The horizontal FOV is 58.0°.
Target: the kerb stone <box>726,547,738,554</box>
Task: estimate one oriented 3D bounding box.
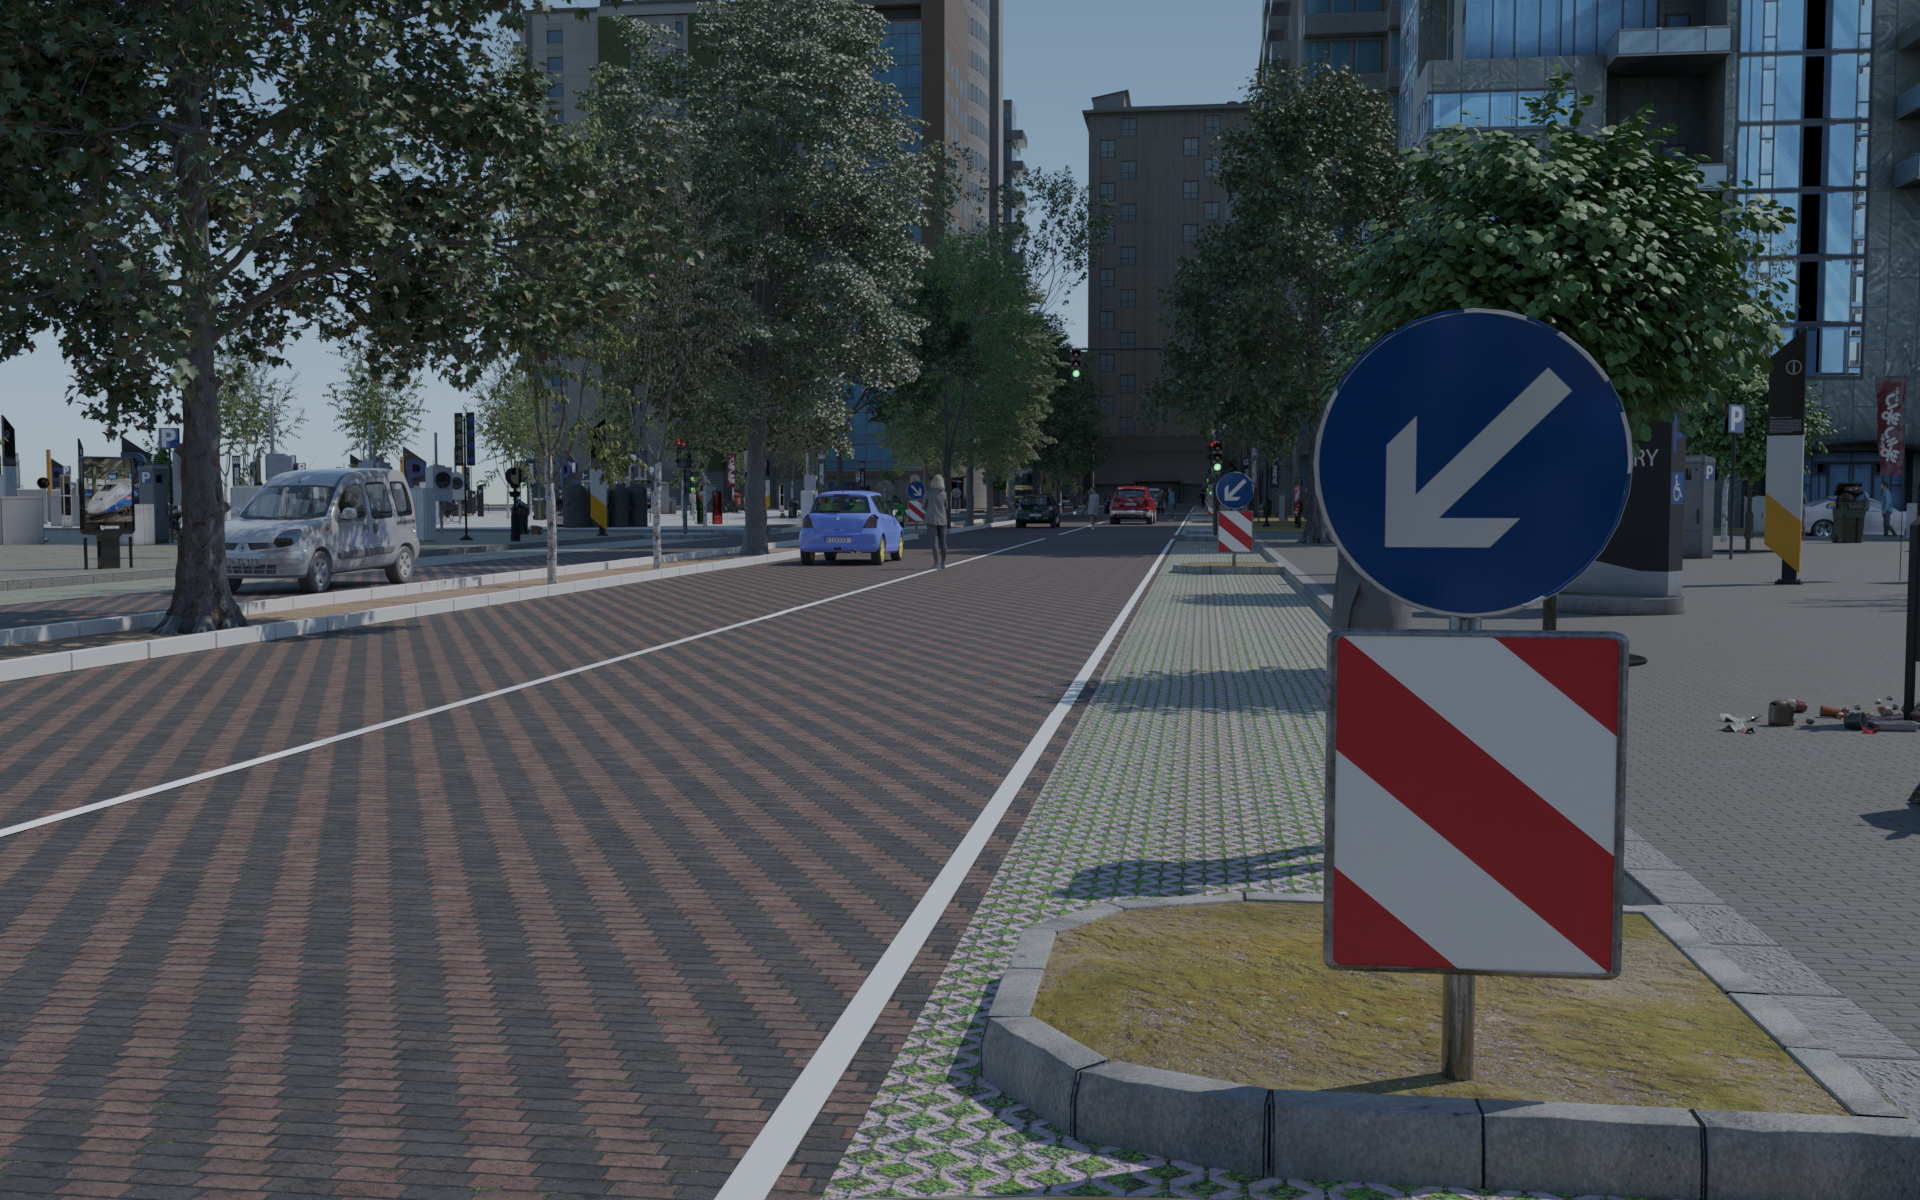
[{"bbox_3d":[-5.541,-1.164,41.240,0.120,0.150,1.000,0,4,8],"label":"kerb stone"}]

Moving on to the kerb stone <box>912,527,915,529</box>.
[{"bbox_3d":[-1.913,-2.747,67.135,0.120,0.150,1.000,0,4,8],"label":"kerb stone"}]

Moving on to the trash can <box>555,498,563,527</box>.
[{"bbox_3d":[-15.664,-3.419,67.557,0.748,1.137,0.748,0,3,0],"label":"trash can"}]

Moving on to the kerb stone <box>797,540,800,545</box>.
[{"bbox_3d":[-4.542,-1.598,48.344,0.120,0.150,1.000,0,4,8],"label":"kerb stone"}]

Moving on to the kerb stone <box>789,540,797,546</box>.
[{"bbox_3d":[-4.686,-1.537,47.328,0.120,0.150,1.000,0,4,8],"label":"kerb stone"}]

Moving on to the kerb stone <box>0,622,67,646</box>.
[{"bbox_3d":[-8.951,0.327,16.853,0.120,0.150,1.000,0,4,8],"label":"kerb stone"}]

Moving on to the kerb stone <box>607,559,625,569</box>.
[{"bbox_3d":[-6.671,-0.665,33.116,0.120,0.150,1.000,0,4,8],"label":"kerb stone"}]

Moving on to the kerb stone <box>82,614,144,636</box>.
[{"bbox_3d":[-8.807,0.268,17.867,0.120,0.150,1.000,0,4,8],"label":"kerb stone"}]

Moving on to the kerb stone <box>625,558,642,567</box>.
[{"bbox_3d":[-6.537,-0.730,34.137,0.120,0.150,1.000,0,4,8],"label":"kerb stone"}]

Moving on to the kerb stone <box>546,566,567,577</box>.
[{"bbox_3d":[-7.100,-0.481,30.058,0.120,0.150,1.000,0,4,8],"label":"kerb stone"}]

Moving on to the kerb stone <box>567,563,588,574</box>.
[{"bbox_3d":[-6.955,-0.543,31.070,0.120,0.150,1.000,0,4,8],"label":"kerb stone"}]

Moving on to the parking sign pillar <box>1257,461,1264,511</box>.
[{"bbox_3d":[23.201,-8.910,134.157,1.447,3.967,1.447,1,4,18],"label":"parking sign pillar"}]

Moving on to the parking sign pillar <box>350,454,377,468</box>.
[{"bbox_3d":[-39.830,-7.739,115.011,1.447,3.967,1.447,0,4,-7],"label":"parking sign pillar"}]

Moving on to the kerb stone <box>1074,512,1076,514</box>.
[{"bbox_3d":[7.840,-6.079,121.596,0.120,0.150,1.000,0,4,8],"label":"kerb stone"}]

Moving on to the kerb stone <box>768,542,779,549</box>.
[{"bbox_3d":[-4.974,-1.413,45.297,0.120,0.150,1.000,0,4,8],"label":"kerb stone"}]

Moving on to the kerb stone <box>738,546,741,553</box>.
[{"bbox_3d":[-5.391,-1.219,42.252,0.120,0.150,1.000,0,4,8],"label":"kerb stone"}]

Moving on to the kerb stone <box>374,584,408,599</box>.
[{"bbox_3d":[-7.954,-0.106,23.963,0.120,0.150,1.000,0,4,8],"label":"kerb stone"}]

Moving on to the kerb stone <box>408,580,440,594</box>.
[{"bbox_3d":[-7.815,-0.170,24.978,0.120,0.150,1.000,0,4,8],"label":"kerb stone"}]

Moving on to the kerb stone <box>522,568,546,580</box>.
[{"bbox_3d":[-7.239,-0.419,29.046,0.120,0.150,1.000,0,4,8],"label":"kerb stone"}]

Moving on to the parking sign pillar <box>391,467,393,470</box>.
[{"bbox_3d":[-39.122,-7.903,117.694,1.447,3.967,1.447,-3,5,-41],"label":"parking sign pillar"}]

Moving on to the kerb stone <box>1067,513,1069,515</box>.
[{"bbox_3d":[6.977,-5.707,115.505,0.120,0.150,1.000,0,4,8],"label":"kerb stone"}]

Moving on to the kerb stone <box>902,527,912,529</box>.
[{"bbox_3d":[-2.052,-2.686,66.106,0.120,0.150,1.000,0,4,8],"label":"kerb stone"}]

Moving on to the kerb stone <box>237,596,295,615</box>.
[{"bbox_3d":[-8.380,0.079,20.927,0.120,0.150,1.000,0,4,8],"label":"kerb stone"}]

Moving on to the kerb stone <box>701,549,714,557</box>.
[{"bbox_3d":[-5.821,-1.041,39.213,0.120,0.150,1.000,0,4,8],"label":"kerb stone"}]

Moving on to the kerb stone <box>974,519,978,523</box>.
[{"bbox_3d":[0.643,-3.861,85.386,0.120,0.150,1.000,0,4,8],"label":"kerb stone"}]

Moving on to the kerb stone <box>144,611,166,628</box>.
[{"bbox_3d":[-8.667,0.202,18.886,0.120,0.150,1.000,0,4,8],"label":"kerb stone"}]

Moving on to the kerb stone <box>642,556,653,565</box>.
[{"bbox_3d":[-6.393,-0.787,35.153,0.120,0.150,1.000,0,4,8],"label":"kerb stone"}]

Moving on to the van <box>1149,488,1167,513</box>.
[{"bbox_3d":[14.623,-7.556,130.557,2.013,2.044,4.112,0,4,6],"label":"van"}]

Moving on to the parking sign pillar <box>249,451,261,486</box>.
[{"bbox_3d":[-41.985,-7.019,103.233,1.447,3.967,1.447,-1,4,-12],"label":"parking sign pillar"}]

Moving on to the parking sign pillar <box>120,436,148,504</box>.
[{"bbox_3d":[-38.145,-5.609,80.183,1.447,3.967,1.447,0,4,-4],"label":"parking sign pillar"}]

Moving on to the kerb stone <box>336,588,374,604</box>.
[{"bbox_3d":[-8.099,-0.046,22.951,0.120,0.150,1.000,0,4,8],"label":"kerb stone"}]

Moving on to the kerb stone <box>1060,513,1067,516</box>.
[{"bbox_3d":[6.837,-5.645,114.493,0.120,0.150,1.000,0,4,8],"label":"kerb stone"}]

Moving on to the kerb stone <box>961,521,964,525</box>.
[{"bbox_3d":[-0.061,-3.546,80.317,0.120,0.150,1.000,0,4,8],"label":"kerb stone"}]

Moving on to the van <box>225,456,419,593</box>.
[{"bbox_3d":[-9.877,-1.192,26.495,2.013,2.044,4.112,1,4,9],"label":"van"}]

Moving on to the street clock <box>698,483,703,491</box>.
[{"bbox_3d":[-17.347,-6.797,115.701,0.358,2.002,0.471,-2,4,-28],"label":"street clock"}]

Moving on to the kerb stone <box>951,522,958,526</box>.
[{"bbox_3d":[-0.351,-3.428,78.289,0.120,0.150,1.000,0,4,8],"label":"kerb stone"}]

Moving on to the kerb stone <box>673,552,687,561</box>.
[{"bbox_3d":[-6.113,-0.917,37.181,0.120,0.150,1.000,0,4,8],"label":"kerb stone"}]

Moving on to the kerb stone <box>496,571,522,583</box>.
[{"bbox_3d":[-7.389,-0.357,28.028,0.120,0.150,1.000,0,4,8],"label":"kerb stone"}]

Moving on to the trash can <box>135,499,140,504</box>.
[{"bbox_3d":[-22.665,-2.200,47.630,0.748,1.137,0.748,0,3,0],"label":"trash can"}]

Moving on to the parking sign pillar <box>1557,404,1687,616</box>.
[{"bbox_3d":[7.180,-1.859,18.868,1.447,3.967,1.447,3,5,43],"label":"parking sign pillar"}]

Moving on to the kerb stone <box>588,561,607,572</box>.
[{"bbox_3d":[-6.822,-0.605,32.086,0.120,0.150,1.000,0,4,8],"label":"kerb stone"}]

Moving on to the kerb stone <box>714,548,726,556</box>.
[{"bbox_3d":[-5.679,-1.103,40.228,0.120,0.150,1.000,0,4,8],"label":"kerb stone"}]

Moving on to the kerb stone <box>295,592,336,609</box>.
[{"bbox_3d":[-8.239,0.016,21.939,0.120,0.150,1.000,0,4,8],"label":"kerb stone"}]

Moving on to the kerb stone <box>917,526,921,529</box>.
[{"bbox_3d":[-1.771,-2.808,68.158,0.120,0.150,1.000,0,4,8],"label":"kerb stone"}]

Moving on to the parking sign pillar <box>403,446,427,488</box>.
[{"bbox_3d":[-30.577,-6.658,97.335,1.447,3.967,1.447,-3,4,-36],"label":"parking sign pillar"}]

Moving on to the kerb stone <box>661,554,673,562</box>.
[{"bbox_3d":[-6.248,-0.853,36.165,0.120,0.150,1.000,0,4,8],"label":"kerb stone"}]

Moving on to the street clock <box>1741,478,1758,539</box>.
[{"bbox_3d":[22.740,-2.770,49.861,0.358,2.002,0.471,-3,5,-43],"label":"street clock"}]

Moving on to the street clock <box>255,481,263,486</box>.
[{"bbox_3d":[-40.275,-5.810,99.570,0.358,2.002,0.471,1,4,9],"label":"street clock"}]

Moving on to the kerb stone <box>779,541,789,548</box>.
[{"bbox_3d":[-4.826,-1.475,46.310,0.120,0.150,1.000,0,4,8],"label":"kerb stone"}]

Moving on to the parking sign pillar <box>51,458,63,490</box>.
[{"bbox_3d":[-65.939,-8.459,126.769,1.447,3.967,1.447,0,4,-7],"label":"parking sign pillar"}]

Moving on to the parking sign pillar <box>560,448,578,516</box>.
[{"bbox_3d":[-22.826,-6.903,101.336,1.447,3.967,1.447,-3,5,-41],"label":"parking sign pillar"}]

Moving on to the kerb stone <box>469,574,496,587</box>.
[{"bbox_3d":[-7.533,-0.294,27.002,0.120,0.150,1.000,0,4,8],"label":"kerb stone"}]

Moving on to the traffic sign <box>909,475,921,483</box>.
[{"bbox_3d":[-2.941,-6.881,112.616,0.768,2.556,0.104,1,4,15],"label":"traffic sign"}]

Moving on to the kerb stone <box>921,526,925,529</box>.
[{"bbox_3d":[-1.625,-2.873,69.172,0.120,0.150,1.000,0,4,8],"label":"kerb stone"}]

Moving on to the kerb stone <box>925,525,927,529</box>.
[{"bbox_3d":[-1.486,-2.932,70.187,0.120,0.150,1.000,0,4,8],"label":"kerb stone"}]

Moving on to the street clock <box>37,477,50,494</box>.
[{"bbox_3d":[-39.298,-4.264,74.283,0.471,2.002,0.358,-2,4,-35],"label":"street clock"}]

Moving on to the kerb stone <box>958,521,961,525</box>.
[{"bbox_3d":[-0.207,-3.493,79.303,0.120,0.150,1.000,0,4,8],"label":"kerb stone"}]

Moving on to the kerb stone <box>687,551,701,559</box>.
[{"bbox_3d":[-5.966,-0.976,38.199,0.120,0.150,1.000,0,4,8],"label":"kerb stone"}]

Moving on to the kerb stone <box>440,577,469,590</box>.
[{"bbox_3d":[-7.674,-0.232,25.990,0.120,0.150,1.000,0,4,8],"label":"kerb stone"}]
